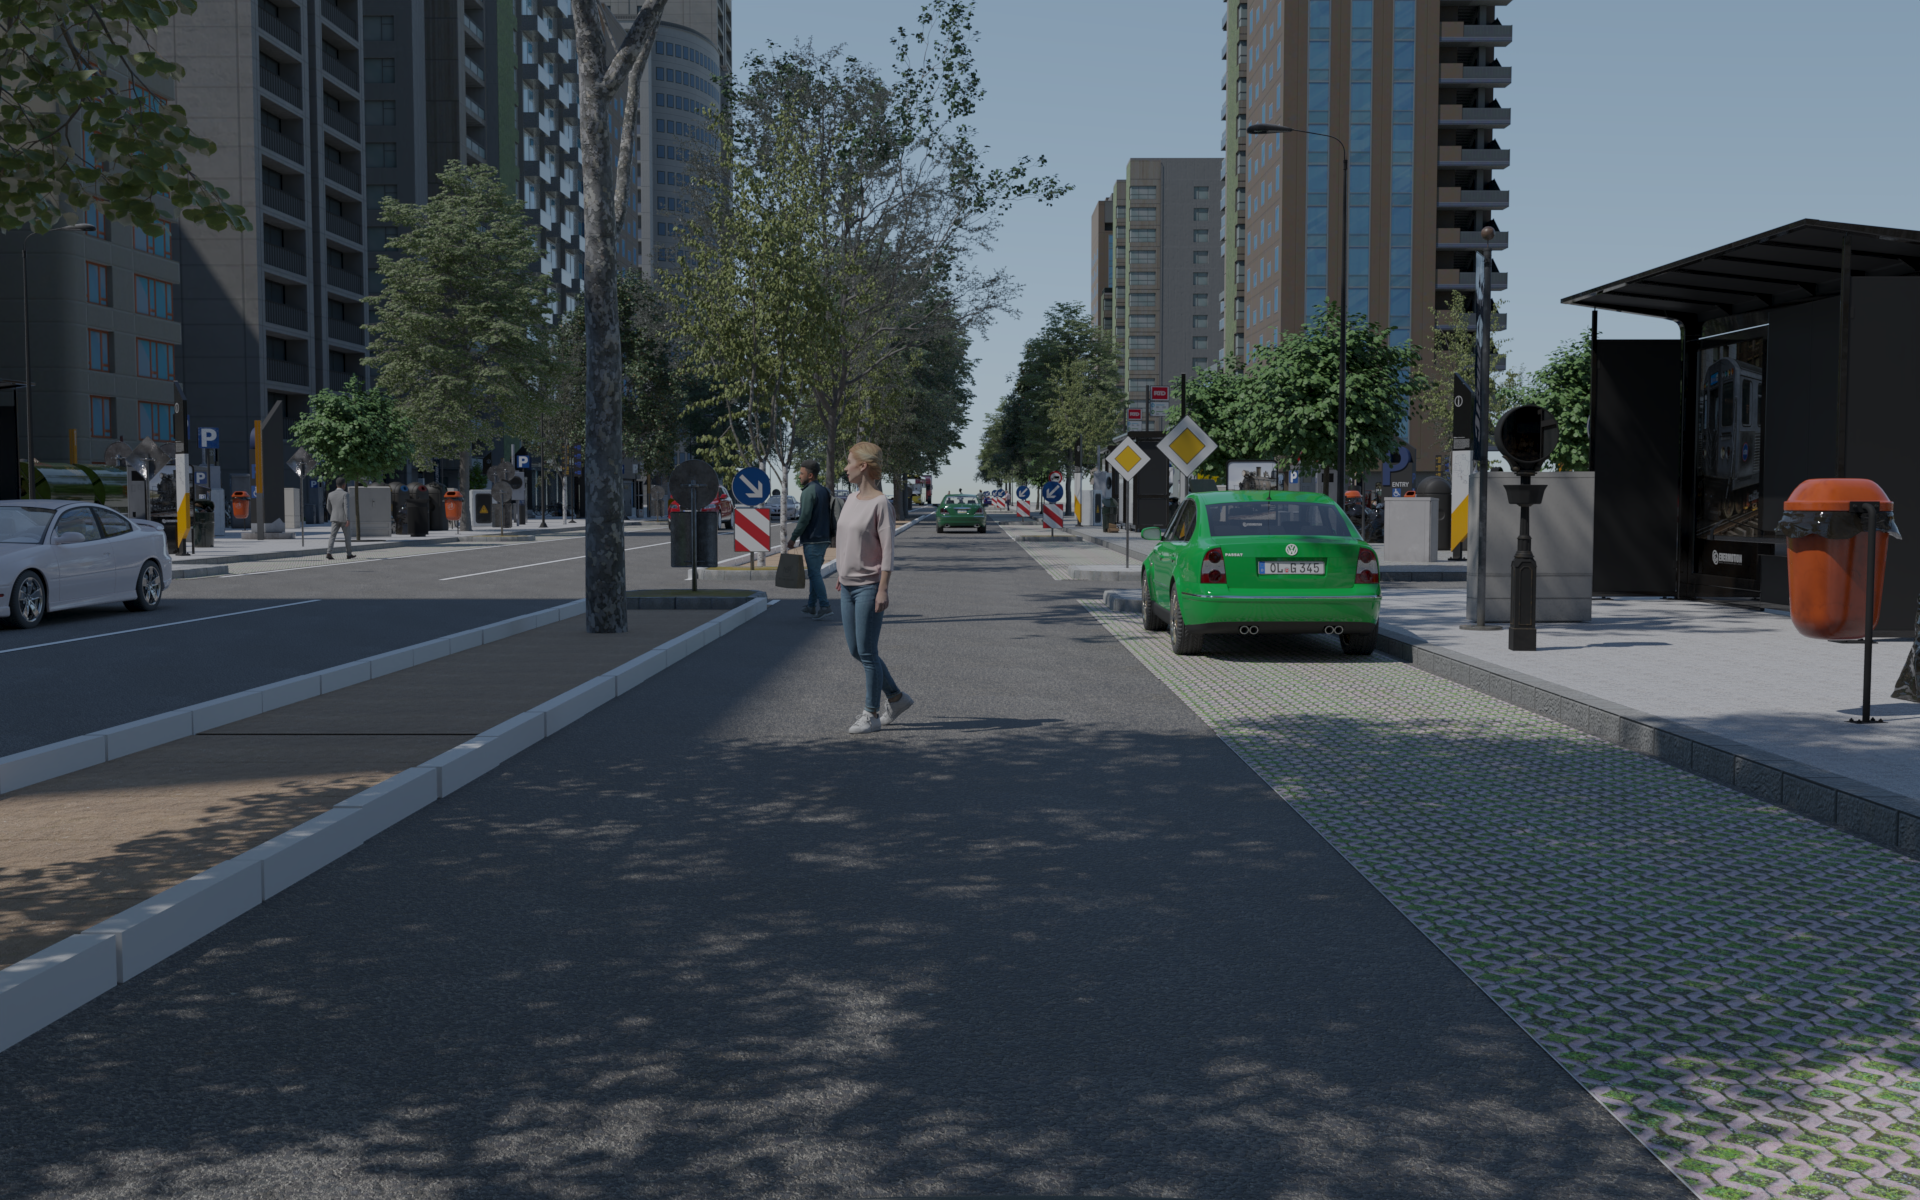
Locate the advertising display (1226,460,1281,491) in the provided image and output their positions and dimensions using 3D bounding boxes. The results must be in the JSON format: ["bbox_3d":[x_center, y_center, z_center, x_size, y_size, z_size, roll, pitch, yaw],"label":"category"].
[{"bbox_3d":[5.487,-1.673,32.567,0.974,1.923,0.123,1,4,13],"label":"advertising display"}]

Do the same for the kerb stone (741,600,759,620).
[{"bbox_3d":[-2.462,0.140,19.949,0.120,0.150,1.000,0,4,0],"label":"kerb stone"}]

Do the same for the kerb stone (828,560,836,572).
[{"bbox_3d":[-2.418,-0.587,31.794,0.120,0.150,1.000,0,4,0],"label":"kerb stone"}]

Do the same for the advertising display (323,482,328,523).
[{"bbox_3d":[-28.710,-4.463,78.188,0.123,1.923,0.974,-3,4,-36],"label":"advertising display"}]

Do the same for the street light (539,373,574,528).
[{"bbox_3d":[-15.362,-5.713,65.950,1.470,5.913,1.316,0,4,0],"label":"street light"}]

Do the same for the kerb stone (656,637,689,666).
[{"bbox_3d":[-2.481,0.452,14.804,0.120,0.150,1.000,0,4,0],"label":"kerb stone"}]

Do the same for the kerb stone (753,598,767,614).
[{"bbox_3d":[-2.460,0.075,20.986,0.120,0.150,1.000,0,4,0],"label":"kerb stone"}]

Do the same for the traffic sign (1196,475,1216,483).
[{"bbox_3d":[8.544,-3.696,54.302,2.265,3.308,0.079,0,4,6],"label":"traffic sign"}]

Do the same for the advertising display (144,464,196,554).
[{"bbox_3d":[-16.770,-1.930,36.772,0.974,1.923,0.123,-2,4,-25],"label":"advertising display"}]

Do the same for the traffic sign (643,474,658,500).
[{"bbox_3d":[-18.042,-6.184,101.115,0.884,2.594,0.081,0,4,3],"label":"traffic sign"}]

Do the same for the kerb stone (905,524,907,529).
[{"bbox_3d":[-2.279,-2.844,68.696,0.120,0.150,1.000,0,4,0],"label":"kerb stone"}]

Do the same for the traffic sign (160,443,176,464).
[{"bbox_3d":[-19.720,-2.637,43.226,0.768,2.556,0.104,0,4,1],"label":"traffic sign"}]

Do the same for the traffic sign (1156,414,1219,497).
[{"bbox_3d":[2.865,-1.118,21.928,0.795,2.450,0.064,0,4,0],"label":"traffic sign"}]

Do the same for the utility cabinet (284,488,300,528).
[{"bbox_3d":[-25.051,-3.404,64.327,1.173,1.500,0.318,2,4,25],"label":"utility cabinet"}]

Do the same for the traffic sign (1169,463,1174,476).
[{"bbox_3d":[8.023,-4.151,67.978,0.768,2.556,0.104,0,4,1],"label":"traffic sign"}]

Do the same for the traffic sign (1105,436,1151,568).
[{"bbox_3d":[2.894,-1.607,29.913,0.795,2.450,0.064,0,4,0],"label":"traffic sign"}]

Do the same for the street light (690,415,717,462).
[{"bbox_3d":[-15.243,-7.888,101.505,1.470,5.913,1.316,0,4,0],"label":"street light"}]

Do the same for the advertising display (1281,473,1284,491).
[{"bbox_3d":[9.680,-2.940,53.280,0.123,1.923,0.974,3,4,39],"label":"advertising display"}]

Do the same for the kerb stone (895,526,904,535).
[{"bbox_3d":[-2.298,-2.649,65.606,0.120,0.150,1.000,0,4,0],"label":"kerb stone"}]

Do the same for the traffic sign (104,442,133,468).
[{"bbox_3d":[-20.425,-2.567,42.078,0.768,2.556,0.104,0,4,6],"label":"traffic sign"}]

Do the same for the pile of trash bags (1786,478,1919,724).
[{"bbox_3d":[6.395,-0.031,10.260,3.447,1.369,1.912,-1,4,-14],"label":"pile of trash bags"}]

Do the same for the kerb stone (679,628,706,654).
[{"bbox_3d":[-2.478,0.392,15.833,0.120,0.150,1.000,0,4,0],"label":"kerb stone"}]

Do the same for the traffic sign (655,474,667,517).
[{"bbox_3d":[-16.384,-5.804,95.004,0.768,2.556,0.104,0,4,8],"label":"traffic sign"}]

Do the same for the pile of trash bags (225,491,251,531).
[{"bbox_3d":[-28.236,-3.468,66.453,3.447,1.369,1.912,-1,4,-9],"label":"pile of trash bags"}]

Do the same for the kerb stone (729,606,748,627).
[{"bbox_3d":[-2.466,0.201,18.916,0.120,0.150,1.000,0,4,0],"label":"kerb stone"}]

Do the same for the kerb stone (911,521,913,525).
[{"bbox_3d":[-2.255,-3.283,75.876,0.120,0.150,1.000,0,4,0],"label":"kerb stone"}]

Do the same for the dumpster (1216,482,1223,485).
[{"bbox_3d":[7.733,-2.724,47.038,1.502,2.255,1.985,0,4,0],"label":"dumpster"}]

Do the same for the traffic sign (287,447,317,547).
[{"bbox_3d":[-16.010,-2.505,42.143,0.795,2.450,0.064,1,4,9],"label":"traffic sign"}]

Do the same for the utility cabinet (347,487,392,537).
[{"bbox_3d":[-17.376,-2.586,50.968,1.173,1.500,0.318,-2,4,-29],"label":"utility cabinet"}]

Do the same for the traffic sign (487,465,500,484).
[{"bbox_3d":[-20.693,-4.711,77.125,0.768,2.556,0.104,0,4,4],"label":"traffic sign"}]

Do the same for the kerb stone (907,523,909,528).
[{"bbox_3d":[-2.281,-2.966,70.751,0.120,0.150,1.000,0,4,0],"label":"kerb stone"}]

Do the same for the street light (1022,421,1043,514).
[{"bbox_3d":[4.640,-8.386,109.644,1.470,5.913,1.316,0,4,0],"label":"street light"}]

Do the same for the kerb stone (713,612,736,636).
[{"bbox_3d":[-2.463,0.263,17.894,0.120,0.150,1.000,0,4,0],"label":"kerb stone"}]

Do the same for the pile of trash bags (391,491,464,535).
[{"bbox_3d":[-17.407,-2.775,55.129,3.447,1.369,1.912,1,4,10],"label":"pile of trash bags"}]

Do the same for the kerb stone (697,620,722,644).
[{"bbox_3d":[-2.474,0.330,16.868,0.120,0.150,1.000,0,4,0],"label":"kerb stone"}]

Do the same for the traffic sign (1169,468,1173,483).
[{"bbox_3d":[7.928,-3.959,66.862,0.606,2.300,0.079,1,4,8],"label":"traffic sign"}]

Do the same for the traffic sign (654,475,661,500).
[{"bbox_3d":[-17.871,-6.299,103.099,0.768,2.556,0.104,0,4,3],"label":"traffic sign"}]

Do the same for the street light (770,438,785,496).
[{"bbox_3d":[-15.101,-10.411,142.755,1.470,5.913,1.316,0,4,0],"label":"street light"}]

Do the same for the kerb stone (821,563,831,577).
[{"bbox_3d":[-2.428,-0.525,30.772,0.120,0.150,1.000,0,4,0],"label":"kerb stone"}]

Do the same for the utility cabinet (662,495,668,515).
[{"bbox_3d":[-17.908,-5.753,105.217,0.306,1.237,1.020,1,4,19],"label":"utility cabinet"}]

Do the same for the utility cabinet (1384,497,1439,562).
[{"bbox_3d":[8.582,-1.332,32.940,0.306,1.237,1.020,-3,5,-42],"label":"utility cabinet"}]

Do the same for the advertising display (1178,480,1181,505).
[{"bbox_3d":[9.956,-4.477,78.406,0.123,1.923,0.974,0,4,4],"label":"advertising display"}]

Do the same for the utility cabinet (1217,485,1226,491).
[{"bbox_3d":[6.907,-2.142,43.701,1.173,1.500,0.318,3,4,38],"label":"utility cabinet"}]

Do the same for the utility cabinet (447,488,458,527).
[{"bbox_3d":[-19.791,-3.518,66.199,1.173,1.500,0.318,1,4,12],"label":"utility cabinet"}]

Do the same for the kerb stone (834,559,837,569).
[{"bbox_3d":[-2.411,-0.649,32.820,0.120,0.150,1.000,0,4,0],"label":"kerb stone"}]

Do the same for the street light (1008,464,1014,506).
[{"bbox_3d":[4.710,-10.603,145.894,1.470,5.913,1.316,0,4,0],"label":"street light"}]

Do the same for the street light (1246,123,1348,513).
[{"bbox_3d":[4.291,-3.017,21.873,1.470,5.913,1.316,0,4,0],"label":"street light"}]

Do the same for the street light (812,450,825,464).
[{"bbox_3d":[-14.928,-12.604,178.619,1.470,5.913,1.316,0,4,0],"label":"street light"}]

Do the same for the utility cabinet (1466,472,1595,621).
[{"bbox_3d":[5.695,-0.528,17.320,1.173,1.500,0.318,0,4,-4],"label":"utility cabinet"}]

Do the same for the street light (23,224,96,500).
[{"bbox_3d":[-15.542,-3.509,29.921,1.470,5.913,1.316,0,4,0],"label":"street light"}]

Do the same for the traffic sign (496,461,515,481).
[{"bbox_3d":[-17.678,-4.116,67.395,0.768,2.556,0.104,0,4,8],"label":"traffic sign"}]

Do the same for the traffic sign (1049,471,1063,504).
[{"bbox_3d":[5.243,-5.810,95.098,0.768,2.556,0.104,0,4,3],"label":"traffic sign"}]

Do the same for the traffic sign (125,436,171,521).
[{"bbox_3d":[-14.050,-1.612,29.995,0.795,2.450,0.064,0,4,0],"label":"traffic sign"}]

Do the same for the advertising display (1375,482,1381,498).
[{"bbox_3d":[22.767,-5.366,92.950,0.974,1.923,0.123,0,4,3],"label":"advertising display"}]

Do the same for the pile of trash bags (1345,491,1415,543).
[{"bbox_3d":[11.143,-2.270,46.863,1.912,1.369,3.447,-1,4,-10],"label":"pile of trash bags"}]

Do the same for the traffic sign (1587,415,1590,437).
[{"bbox_3d":[8.664,-1.398,22.960,0.768,2.556,0.104,0,4,1],"label":"traffic sign"}]

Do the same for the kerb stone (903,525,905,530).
[{"bbox_3d":[-2.289,-2.716,66.640,0.120,0.150,1.000,0,4,0],"label":"kerb stone"}]
